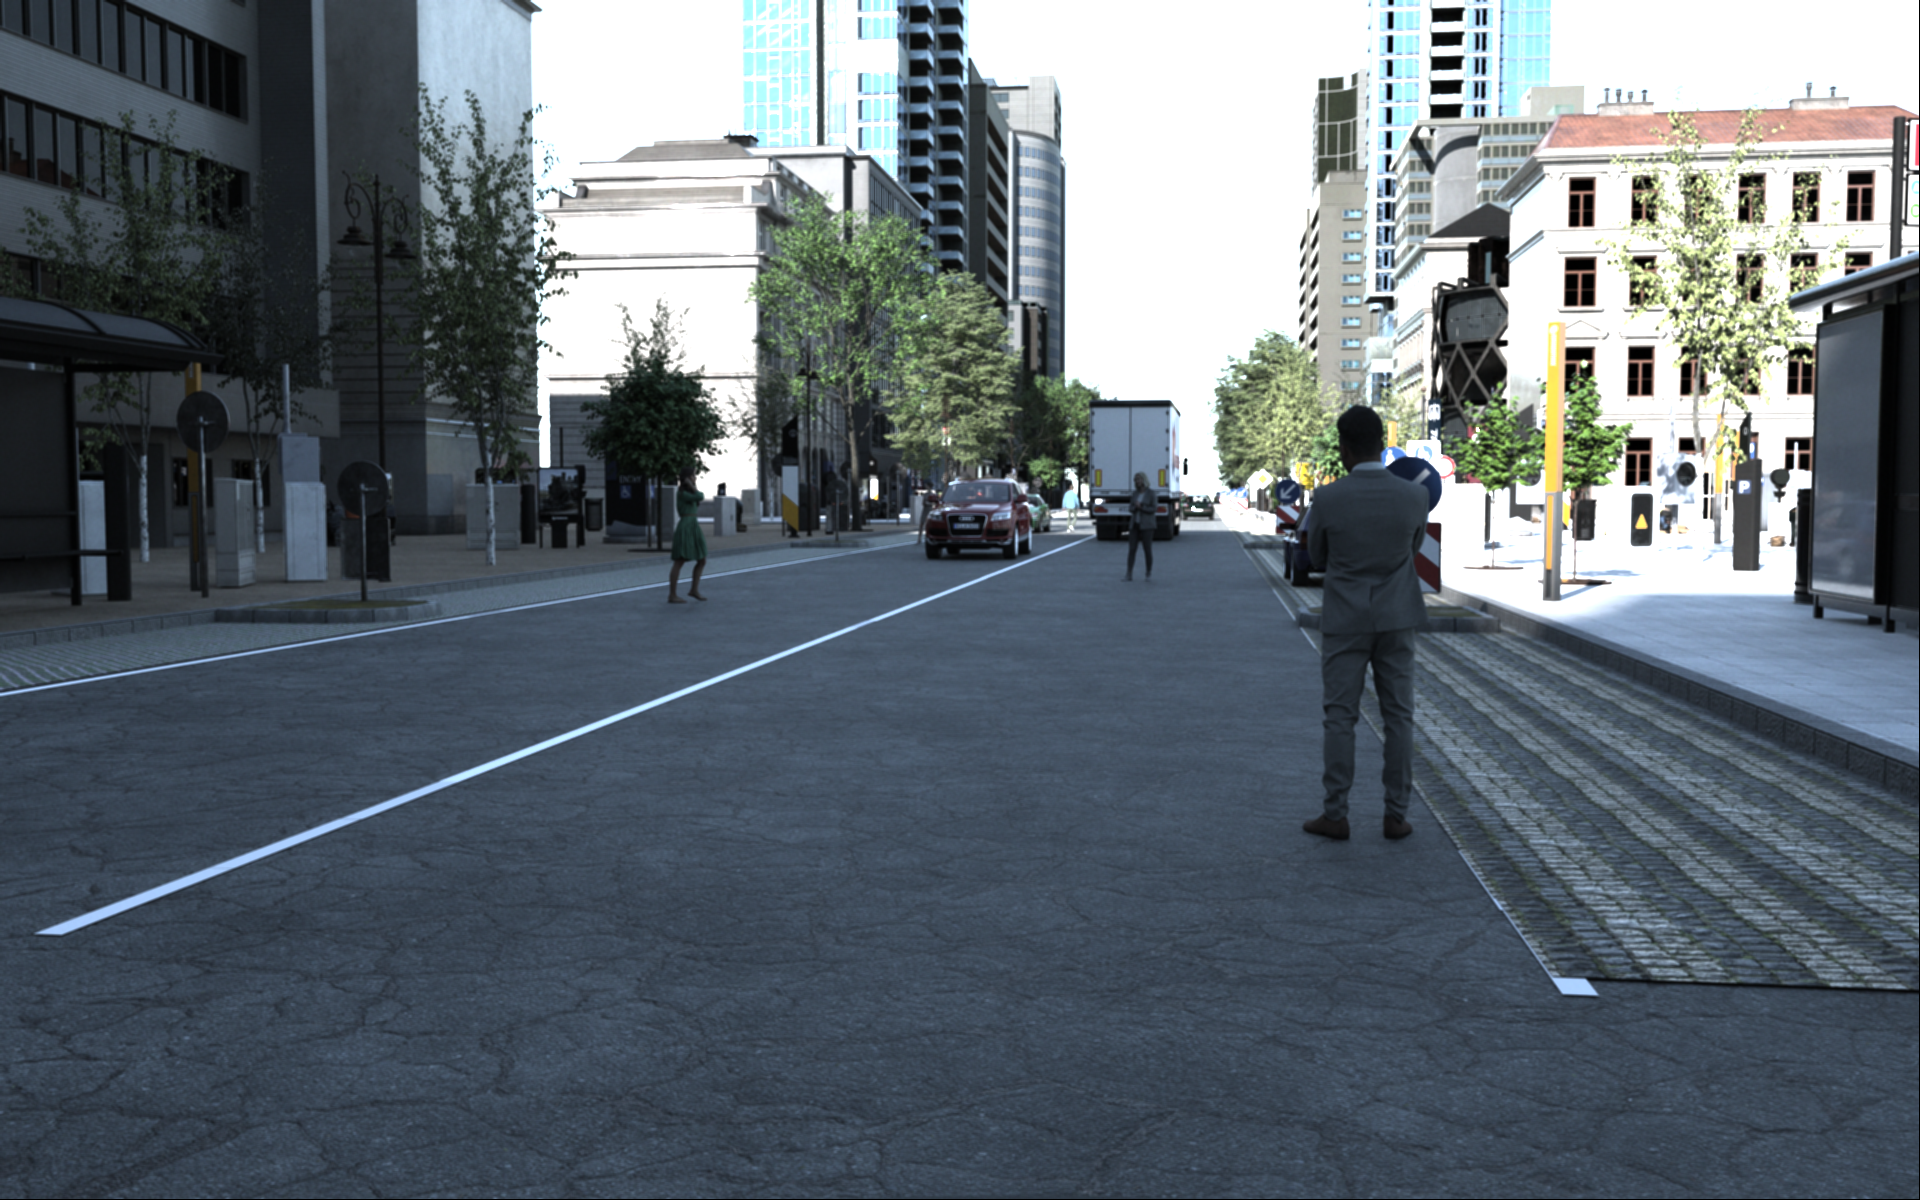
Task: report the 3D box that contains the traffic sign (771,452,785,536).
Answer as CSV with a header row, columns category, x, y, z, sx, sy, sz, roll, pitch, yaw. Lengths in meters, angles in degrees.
category,x,y,z,sx,sy,sz,roll,pitch,yaw
traffic sign,-5.357,-3.205,52.510,0.768,2.556,0.104,1,4,12

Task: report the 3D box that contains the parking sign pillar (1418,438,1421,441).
category,x,y,z,sx,sy,sz,roll,pitch,yaw
parking sign pillar,22.227,-5.799,83.283,1.447,3.967,1.447,1,4,17

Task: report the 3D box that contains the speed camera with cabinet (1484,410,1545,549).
category,x,y,z,sx,sy,sz,roll,pitch,yaw
speed camera with cabinet,12.989,-2.863,41.143,2.038,3.252,0.660,3,5,41

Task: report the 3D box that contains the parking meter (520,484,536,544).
category,x,y,z,sx,sy,sz,roll,pitch,yaw
parking meter,-11.180,-2.228,44.831,0.372,1.533,0.369,0,3,0

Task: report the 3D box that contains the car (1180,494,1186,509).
category,x,y,z,sx,sy,sz,roll,pitch,yaw
car,18.119,-8.131,144.747,2.131,1.459,4.920,1,4,9

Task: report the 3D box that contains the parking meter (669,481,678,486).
category,x,y,z,sx,sy,sz,roll,pitch,yaw
parking meter,-8.150,-2.652,49.075,0.255,1.863,0.399,1,4,12

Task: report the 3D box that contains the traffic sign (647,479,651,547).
category,x,y,z,sx,sy,sz,roll,pitch,yaw
traffic sign,-7.470,-2.538,41.602,0.768,2.556,0.104,1,4,17

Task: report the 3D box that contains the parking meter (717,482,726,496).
category,x,y,z,sx,sy,sz,roll,pitch,yaw
parking meter,-11.736,-4.866,85.270,0.399,1.863,0.255,-1,4,-17

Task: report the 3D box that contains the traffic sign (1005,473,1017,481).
category,x,y,z,sx,sy,sz,roll,pitch,yaw
traffic sign,3.075,-6.455,105.640,0.768,2.556,0.104,1,4,14

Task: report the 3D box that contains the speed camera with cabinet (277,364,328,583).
category,x,y,z,sx,sy,sz,roll,pitch,yaw
speed camera with cabinet,-9.829,-1.929,25.882,0.660,3.252,2.038,-1,4,-22

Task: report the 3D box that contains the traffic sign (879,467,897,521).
category,x,y,z,sx,sy,sz,roll,pitch,yaw
traffic sign,-3.420,-5.011,81.936,0.884,2.594,0.081,1,4,11

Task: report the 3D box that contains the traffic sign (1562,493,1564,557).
category,x,y,z,sx,sy,sz,roll,pitch,yaw
traffic sign,12.331,-2.164,35.484,0.768,2.556,0.104,1,4,15

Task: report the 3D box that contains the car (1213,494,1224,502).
category,x,y,z,sx,sy,sz,roll,pitch,yaw
car,40.035,-15.758,267.867,2.015,1.641,3.980,0,4,8

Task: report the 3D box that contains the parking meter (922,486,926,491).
category,x,y,z,sx,sy,sz,roll,pitch,yaw
parking meter,-2.702,-7.627,130.411,0.255,1.863,0.399,-1,4,-18

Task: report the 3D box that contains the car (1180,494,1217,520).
category,x,y,z,sx,sy,sz,roll,pitch,yaw
car,13.152,-5.248,95.585,2.009,1.686,4.222,1,4,9

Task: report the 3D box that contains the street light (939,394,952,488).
category,x,y,z,sx,sy,sz,roll,pitch,yaw
street light,-0.637,-6.565,80.119,0.468,5.910,1.993,0,4,8

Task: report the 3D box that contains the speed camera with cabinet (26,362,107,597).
category,x,y,z,sx,sy,sz,roll,pitch,yaw
speed camera with cabinet,-11.456,-1.706,22.233,2.038,3.252,0.660,3,5,44

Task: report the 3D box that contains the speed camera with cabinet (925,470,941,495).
category,x,y,z,sx,sy,sz,roll,pitch,yaw
speed camera with cabinet,-2.046,-8.937,140.457,0.660,3.252,2.038,2,4,32

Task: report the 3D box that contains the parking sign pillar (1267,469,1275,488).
category,x,y,z,sx,sy,sz,roll,pitch,yaw
parking sign pillar,27.066,-9.937,150.939,1.447,3.967,1.447,1,4,8

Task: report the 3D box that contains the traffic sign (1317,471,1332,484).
category,x,y,z,sx,sy,sz,roll,pitch,yaw
traffic sign,18.633,-5.413,88.608,0.768,2.556,0.104,1,4,13

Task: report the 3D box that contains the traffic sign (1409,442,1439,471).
category,x,y,z,sx,sy,sz,roll,pitch,yaw
traffic sign,8.951,-1.917,33.480,0.606,2.300,0.079,1,4,12

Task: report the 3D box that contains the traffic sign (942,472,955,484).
category,x,y,z,sx,sy,sz,roll,pitch,yaw
traffic sign,-0.659,-6.014,98.436,0.768,2.556,0.104,1,4,12

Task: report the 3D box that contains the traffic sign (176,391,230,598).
category,x,y,z,sx,sy,sz,roll,pitch,yaw
traffic sign,-9.368,-1.303,21.416,0.768,2.556,0.104,1,4,16

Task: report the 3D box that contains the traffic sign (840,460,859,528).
category,x,y,z,sx,sy,sz,roll,pitch,yaw
traffic sign,-4.177,-3.986,65.278,0.768,2.556,0.104,1,4,13

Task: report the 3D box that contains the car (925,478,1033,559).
category,x,y,z,sx,sy,sz,roll,pitch,yaw
car,0.491,-1.914,39.967,2.281,1.827,5.304,0,4,8

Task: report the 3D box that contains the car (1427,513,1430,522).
category,x,y,z,sx,sy,sz,roll,pitch,yaw
car,20.086,-3.711,72.682,4.499,1.417,2.014,1,4,9

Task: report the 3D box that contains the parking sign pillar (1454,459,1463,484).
category,x,y,z,sx,sy,sz,roll,pitch,yaw
parking sign pillar,25.479,-6.084,87.952,1.447,3.967,1.447,-3,5,-40

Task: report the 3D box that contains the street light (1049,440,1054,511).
category,x,y,z,sx,sy,sz,roll,pitch,yaw
street light,7.042,-9.887,134.447,0.468,5.910,1.993,0,4,8

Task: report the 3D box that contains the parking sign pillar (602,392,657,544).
category,x,y,z,sx,sy,sz,roll,pitch,yaw
parking sign pillar,-8.632,-3.474,45.275,1.447,3.967,1.447,2,4,26

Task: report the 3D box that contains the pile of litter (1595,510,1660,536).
category,x,y,z,sx,sy,sz,roll,pitch,yaw
pile of litter,20.361,-2.409,53.349,1.176,0.858,1.719,-3,5,-42

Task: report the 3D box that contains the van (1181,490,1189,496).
category,x,y,z,sx,sy,sz,roll,pitch,yaw
van,22.691,-10.394,176.957,2.013,2.044,4.112,1,4,10

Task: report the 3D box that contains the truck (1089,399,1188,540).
category,x,y,z,sx,sy,sz,roll,pitch,yaw
truck,5.936,-4.160,56.926,2.839,4.237,11.283,1,4,9

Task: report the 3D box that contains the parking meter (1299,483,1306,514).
category,x,y,z,sx,sy,sz,roll,pitch,yaw
parking meter,17.785,-5.173,90.296,0.255,1.863,0.399,-3,5,-40

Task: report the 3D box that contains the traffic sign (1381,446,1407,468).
category,x,y,z,sx,sy,sz,roll,pitch,yaw
traffic sign,11.610,-2.835,46.455,0.768,2.556,0.104,1,4,14

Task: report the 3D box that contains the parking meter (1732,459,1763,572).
category,x,y,z,sx,sy,sz,roll,pitch,yaw
parking meter,13.064,-1.410,28.770,0.255,1.863,0.399,-3,4,-38

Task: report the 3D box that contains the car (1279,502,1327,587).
category,x,y,z,sx,sy,sz,roll,pitch,yaw
car,6.147,-0.938,27.910,1.945,1.354,3.894,0,4,8

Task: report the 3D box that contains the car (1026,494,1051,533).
category,x,y,z,sx,sy,sz,roll,pitch,yaw
car,2.316,-3.245,64.858,2.131,1.459,4.920,1,4,9

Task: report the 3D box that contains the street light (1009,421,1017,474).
category,x,y,z,sx,sy,sz,roll,pitch,yaw
street light,3.235,-8.250,107.682,0.468,5.910,1.993,0,4,8

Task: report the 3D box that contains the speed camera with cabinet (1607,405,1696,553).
category,x,y,z,sx,sy,sz,roll,pitch,yaw
speed camera with cabinet,15.302,-2.684,38.227,2.038,3.252,0.660,-1,4,-22

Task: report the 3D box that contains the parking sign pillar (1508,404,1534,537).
category,x,y,z,sx,sy,sz,roll,pitch,yaw
parking sign pillar,16.467,-3.879,51.902,1.447,3.967,1.447,1,4,21

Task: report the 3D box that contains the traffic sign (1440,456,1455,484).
category,x,y,z,sx,sy,sz,roll,pitch,yaw
traffic sign,16.057,-3.516,57.593,0.768,2.556,0.104,1,4,17

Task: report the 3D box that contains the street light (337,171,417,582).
category,x,y,z,sx,sy,sz,roll,pitch,yaw
street light,-8.423,-3.205,25.193,0.468,5.910,1.993,0,4,8

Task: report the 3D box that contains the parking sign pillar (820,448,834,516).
category,x,y,z,sx,sy,sz,roll,pitch,yaw
parking sign pillar,-7.826,-6.956,102.198,1.447,3.967,1.447,1,4,17

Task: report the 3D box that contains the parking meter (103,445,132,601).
category,x,y,z,sx,sy,sz,roll,pitch,yaw
parking meter,-10.160,-0.928,20.886,0.255,1.863,0.399,-2,4,-24

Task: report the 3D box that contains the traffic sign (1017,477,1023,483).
category,x,y,z,sx,sy,sz,roll,pitch,yaw
traffic sign,4.337,-7.895,129.186,0.768,2.556,0.104,1,4,12

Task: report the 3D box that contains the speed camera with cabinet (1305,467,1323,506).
category,x,y,z,sx,sy,sz,roll,pitch,yaw
speed camera with cabinet,19.297,-6.197,95.659,2.038,3.252,0.660,1,4,21

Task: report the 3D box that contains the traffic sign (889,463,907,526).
category,x,y,z,sx,sy,sz,roll,pitch,yaw
traffic sign,-2.519,-4.294,70.315,0.768,2.556,0.104,1,4,11

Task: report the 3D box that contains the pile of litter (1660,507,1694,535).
category,x,y,z,sx,sy,sz,roll,pitch,yaw
pile of litter,22.753,-2.532,55.371,1.719,0.858,1.176,0,4,-6

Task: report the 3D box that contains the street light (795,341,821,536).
category,x,y,z,sx,sy,sz,roll,pitch,yaw
street light,-4.588,-4.879,52.563,0.468,5.910,1.993,0,4,8

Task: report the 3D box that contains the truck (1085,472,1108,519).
category,x,y,z,sx,sy,sz,roll,pitch,yaw
truck,9.189,-7.065,104.420,2.839,4.237,11.283,0,4,7

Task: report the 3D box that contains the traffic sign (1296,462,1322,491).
category,x,y,z,sx,sy,sz,roll,pitch,yaw
traffic sign,22.544,-7.127,110.406,2.265,3.308,0.079,1,4,12

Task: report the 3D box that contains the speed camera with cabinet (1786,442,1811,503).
category,x,y,z,sx,sy,sz,roll,pitch,yaw
speed camera with cabinet,32.398,-4.370,65.793,0.660,3.252,2.038,-1,4,-18
